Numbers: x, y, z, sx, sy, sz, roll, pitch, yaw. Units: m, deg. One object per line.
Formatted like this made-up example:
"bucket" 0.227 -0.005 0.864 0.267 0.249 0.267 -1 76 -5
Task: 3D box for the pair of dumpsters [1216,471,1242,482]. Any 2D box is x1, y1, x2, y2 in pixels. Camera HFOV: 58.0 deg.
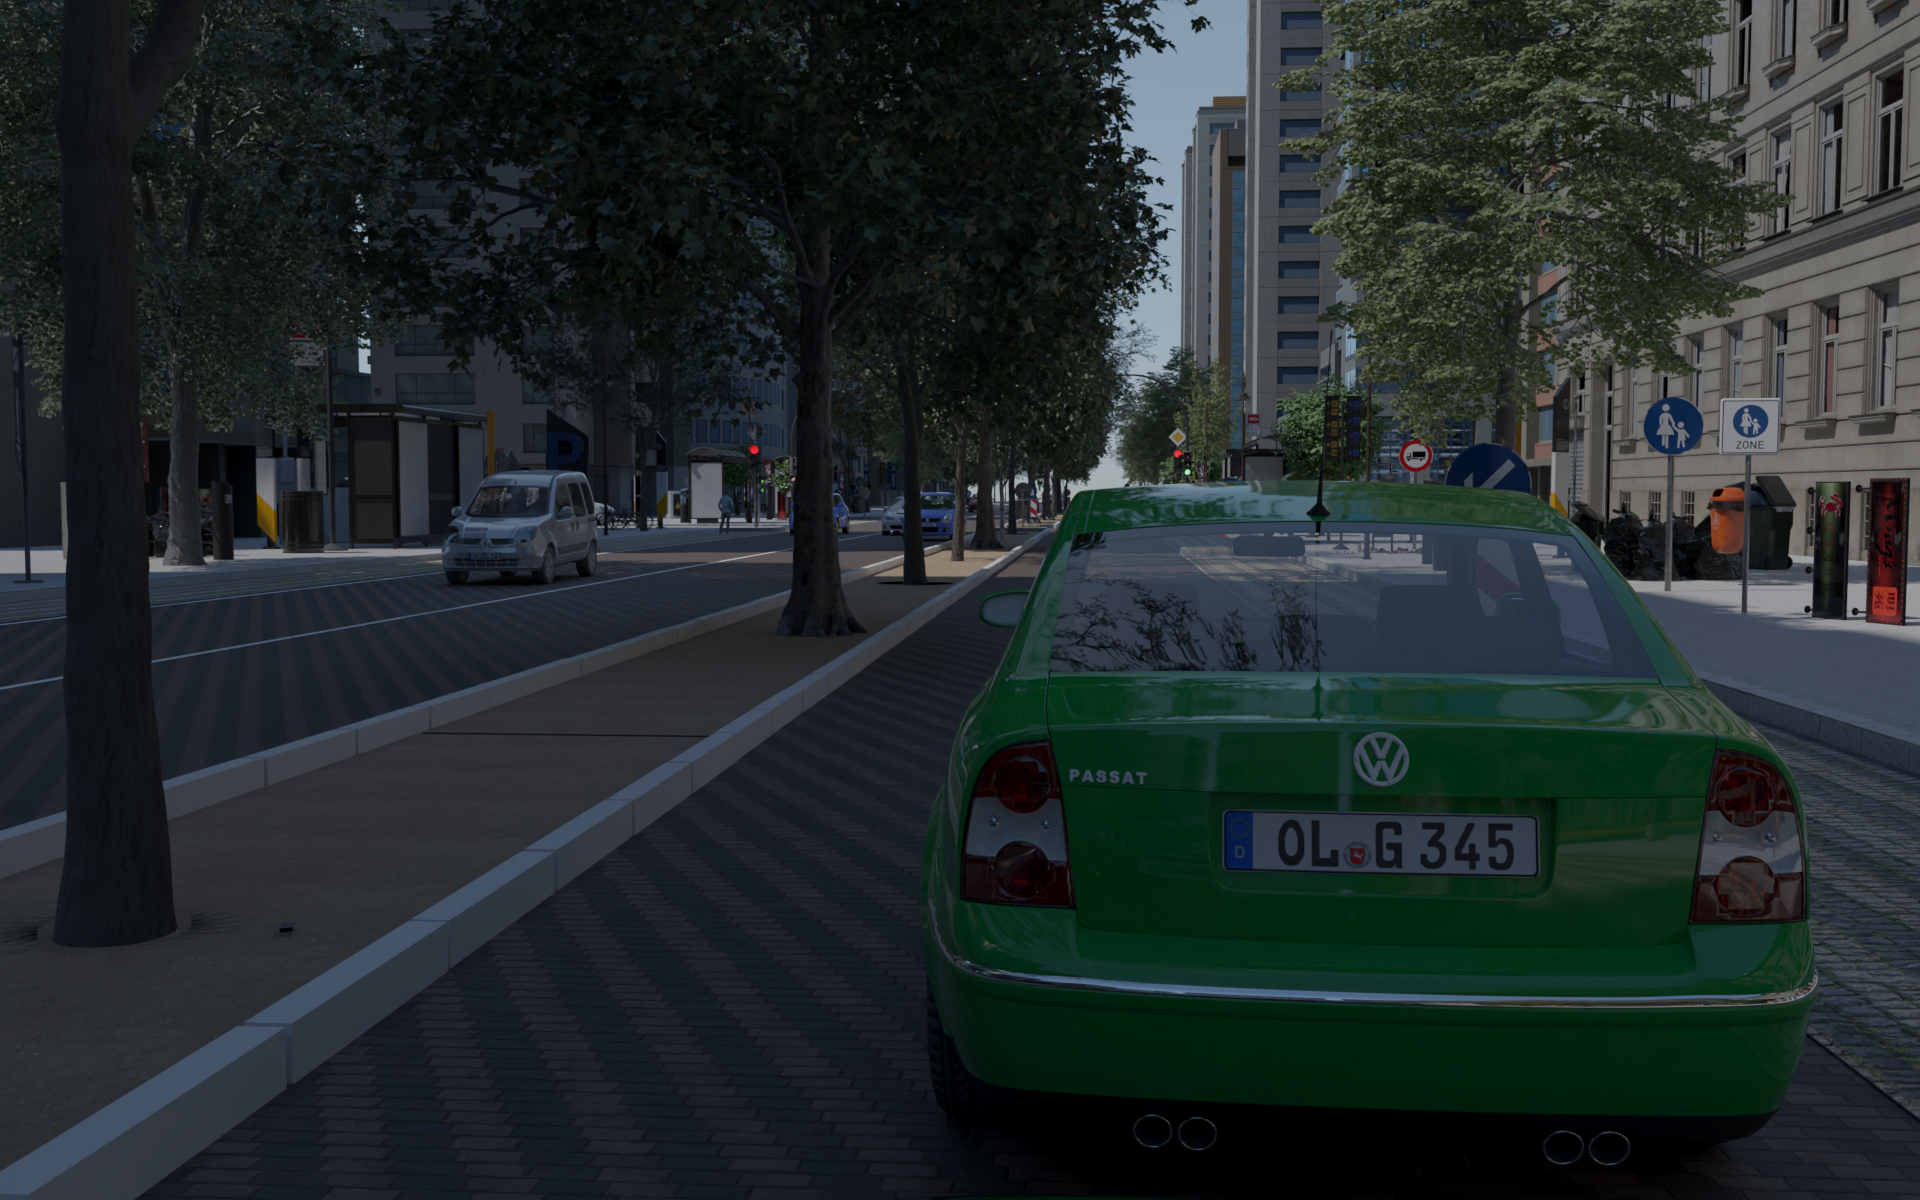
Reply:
"pair of dumpsters" 11.859 -4.503 76.115 1.574 2.255 4.437 0 4 5

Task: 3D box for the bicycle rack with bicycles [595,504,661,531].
"bicycle rack with bicycles" -12.040 -2.966 61.880 2.925 0.926 2.852 -2 4 -29

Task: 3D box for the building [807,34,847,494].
"building" -18.287 -31.043 157.665 14.600 45.320 14.200 0 4 5

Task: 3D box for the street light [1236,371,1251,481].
"street light" 10.612 -5.638 64.961 0.468 5.910 1.993 0 4 5

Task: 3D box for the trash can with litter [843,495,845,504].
"trash can with litter" -9.700 -8.061 142.854 1.678 1.210 2.233 1 4 15

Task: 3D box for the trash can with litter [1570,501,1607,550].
"trash can with litter" 10.495 -1.036 28.331 1.055 1.170 0.624 3 5 45

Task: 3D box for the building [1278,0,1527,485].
"building" 36.840 -49.894 128.431 22.319 86.520 31.000 0 4 5

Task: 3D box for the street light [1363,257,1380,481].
"street light" 7.988 -3.733 33.828 0.468 5.910 1.993 0 4 5

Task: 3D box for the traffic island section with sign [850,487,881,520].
"traffic island section with sign" -5.387 -5.430 97.411 1.989 1.847 2.006 0 4 5

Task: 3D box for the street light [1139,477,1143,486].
"street light" 25.381 -16.633 244.736 0.468 5.910 1.993 0 4 5

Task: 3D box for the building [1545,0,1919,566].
"building" 25.167 -12.669 40.416 16.112 22.955 30.059 0 4 5

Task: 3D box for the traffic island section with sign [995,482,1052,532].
"traffic island section with sign" 2.379 -3.561 66.356 2.006 1.907 1.989 0 4 5

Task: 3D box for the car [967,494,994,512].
"car" 1.623 -7.775 136.154 2.155 1.783 4.494 0 4 4

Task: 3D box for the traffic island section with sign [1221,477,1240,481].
"traffic island section with sign" 6.244 -1.981 41.011 1.989 1.847 2.006 0 4 5

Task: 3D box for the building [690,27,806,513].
"building" -23.741 -35.636 124.643 21.231 58.520 28.212 0 4 5

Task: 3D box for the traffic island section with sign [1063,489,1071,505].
"traffic island section with sign" 9.158 -8.593 148.624 2.006 1.907 1.989 0 4 5

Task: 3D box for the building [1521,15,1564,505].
"building" 42.959 -26.561 88.897 28.867 44.769 22.147 0 4 5

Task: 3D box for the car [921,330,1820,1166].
"car" 0.970 0.216 5.259 1.959 1.807 4.718 0 4 6

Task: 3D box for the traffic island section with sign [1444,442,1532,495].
"traffic island section with sign" 4.027 -0.337 14.142 1.989 1.847 2.006 0 4 5

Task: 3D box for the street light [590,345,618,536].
"street light" -10.974 -4.937 53.501 0.468 5.910 1.993 0 4 5

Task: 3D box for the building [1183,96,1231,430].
"building" 45.659 -44.080 262.707 21.231 58.520 28.212 0 4 5

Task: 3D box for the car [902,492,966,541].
"car" -0.801 -2.723 54.118 1.945 1.707 3.694 0 4 6

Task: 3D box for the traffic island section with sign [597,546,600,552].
"traffic island section with sign" -9.918 -2.062 42.347 1.989 1.847 2.006 0 4 5

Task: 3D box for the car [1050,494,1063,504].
"car" 11.582 -12.347 210.919 2.155 1.783 4.494 0 4 3

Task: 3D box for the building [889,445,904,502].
"building" -13.983 -31.622 200.608 14.154 41.232 14.086 0 4 5

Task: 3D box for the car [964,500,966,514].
"car" -0.639 -6.253 114.033 2.131 1.459 4.920 0 4 3

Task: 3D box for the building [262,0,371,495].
"building" -50.435 -31.114 97.952 27.495 52.752 28.713 0 4 5

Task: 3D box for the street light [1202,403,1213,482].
"street light" 12.313 -6.953 86.465 0.468 5.910 1.993 0 4 5

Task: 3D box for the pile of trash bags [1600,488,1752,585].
"pile of trash bags" 10.821 -0.979 25.755 1.912 1.369 3.447 0 3 0

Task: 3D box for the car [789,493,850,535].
"car" -5.009 -3.192 61.781 1.945 1.707 3.694 0 4 6

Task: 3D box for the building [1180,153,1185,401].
"building" 47.624 -45.798 290.801 21.231 58.520 28.212 0 4 5

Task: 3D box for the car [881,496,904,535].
"car" -1.659 -3.021 61.757 2.083 1.381 4.827 0 4 5

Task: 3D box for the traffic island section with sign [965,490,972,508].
"traffic island section with sign" 0.884 -10.083 173.491 1.989 1.847 2.006 0 4 5

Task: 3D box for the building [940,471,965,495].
"building" -13.315 -27.356 292.315 27.650 21.520 28.899 0 4 5

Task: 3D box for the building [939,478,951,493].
"building" -11.972 -50.621 265.896 20.563 71.187 20.611 0 4 5

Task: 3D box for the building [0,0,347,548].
"building" -34.093 -24.019 47.338 28.867 44.769 22.147 0 4 5

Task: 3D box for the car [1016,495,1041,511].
"car" 5.773 -8.357 145.672 2.155 1.783 4.494 0 4 3

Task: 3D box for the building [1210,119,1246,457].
"building" 37.451 -34.077 207.271 14.600 45.320 14.200 0 4 5

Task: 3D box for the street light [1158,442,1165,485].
"street light" 17.435 -10.706 147.827 0.468 5.910 1.993 0 4 5

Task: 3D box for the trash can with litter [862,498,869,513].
"trash can with litter" -6.501 -6.544 118.380 0.624 1.170 1.055 0 4 -3

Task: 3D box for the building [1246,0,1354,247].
"building" 37.210 -37.883 161.384 21.231 58.520 28.212 0 4 5

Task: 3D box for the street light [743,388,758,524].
"street light" -9.139 -6.267 75.248 0.468 5.910 1.993 0 4 5

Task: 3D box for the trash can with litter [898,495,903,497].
"trash can with litter" -4.957 -8.449 149.533 1.055 1.170 0.624 -2 4 -32

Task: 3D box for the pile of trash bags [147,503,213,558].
"pile of trash bags" -17.015 -1.603 35.965 3.447 1.369 1.912 1 4 16

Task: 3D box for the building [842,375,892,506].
"building" -22.642 -20.507 180.331 27.650 21.520 28.899 0 4 5

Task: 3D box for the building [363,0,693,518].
"building" -23.445 -19.851 96.271 14.160 30.474 14.107 0 4 5

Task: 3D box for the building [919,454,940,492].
"building" -10.602 -29.232 249.642 14.160 30.474 14.107 0 4 5

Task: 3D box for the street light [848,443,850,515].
"street light" -6.779 -8.118 105.511 0.468 5.910 1.993 0 4 5

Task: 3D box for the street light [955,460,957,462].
"street light" -0.335 -12.889 183.519 0.468 5.910 1.993 0 4 5
